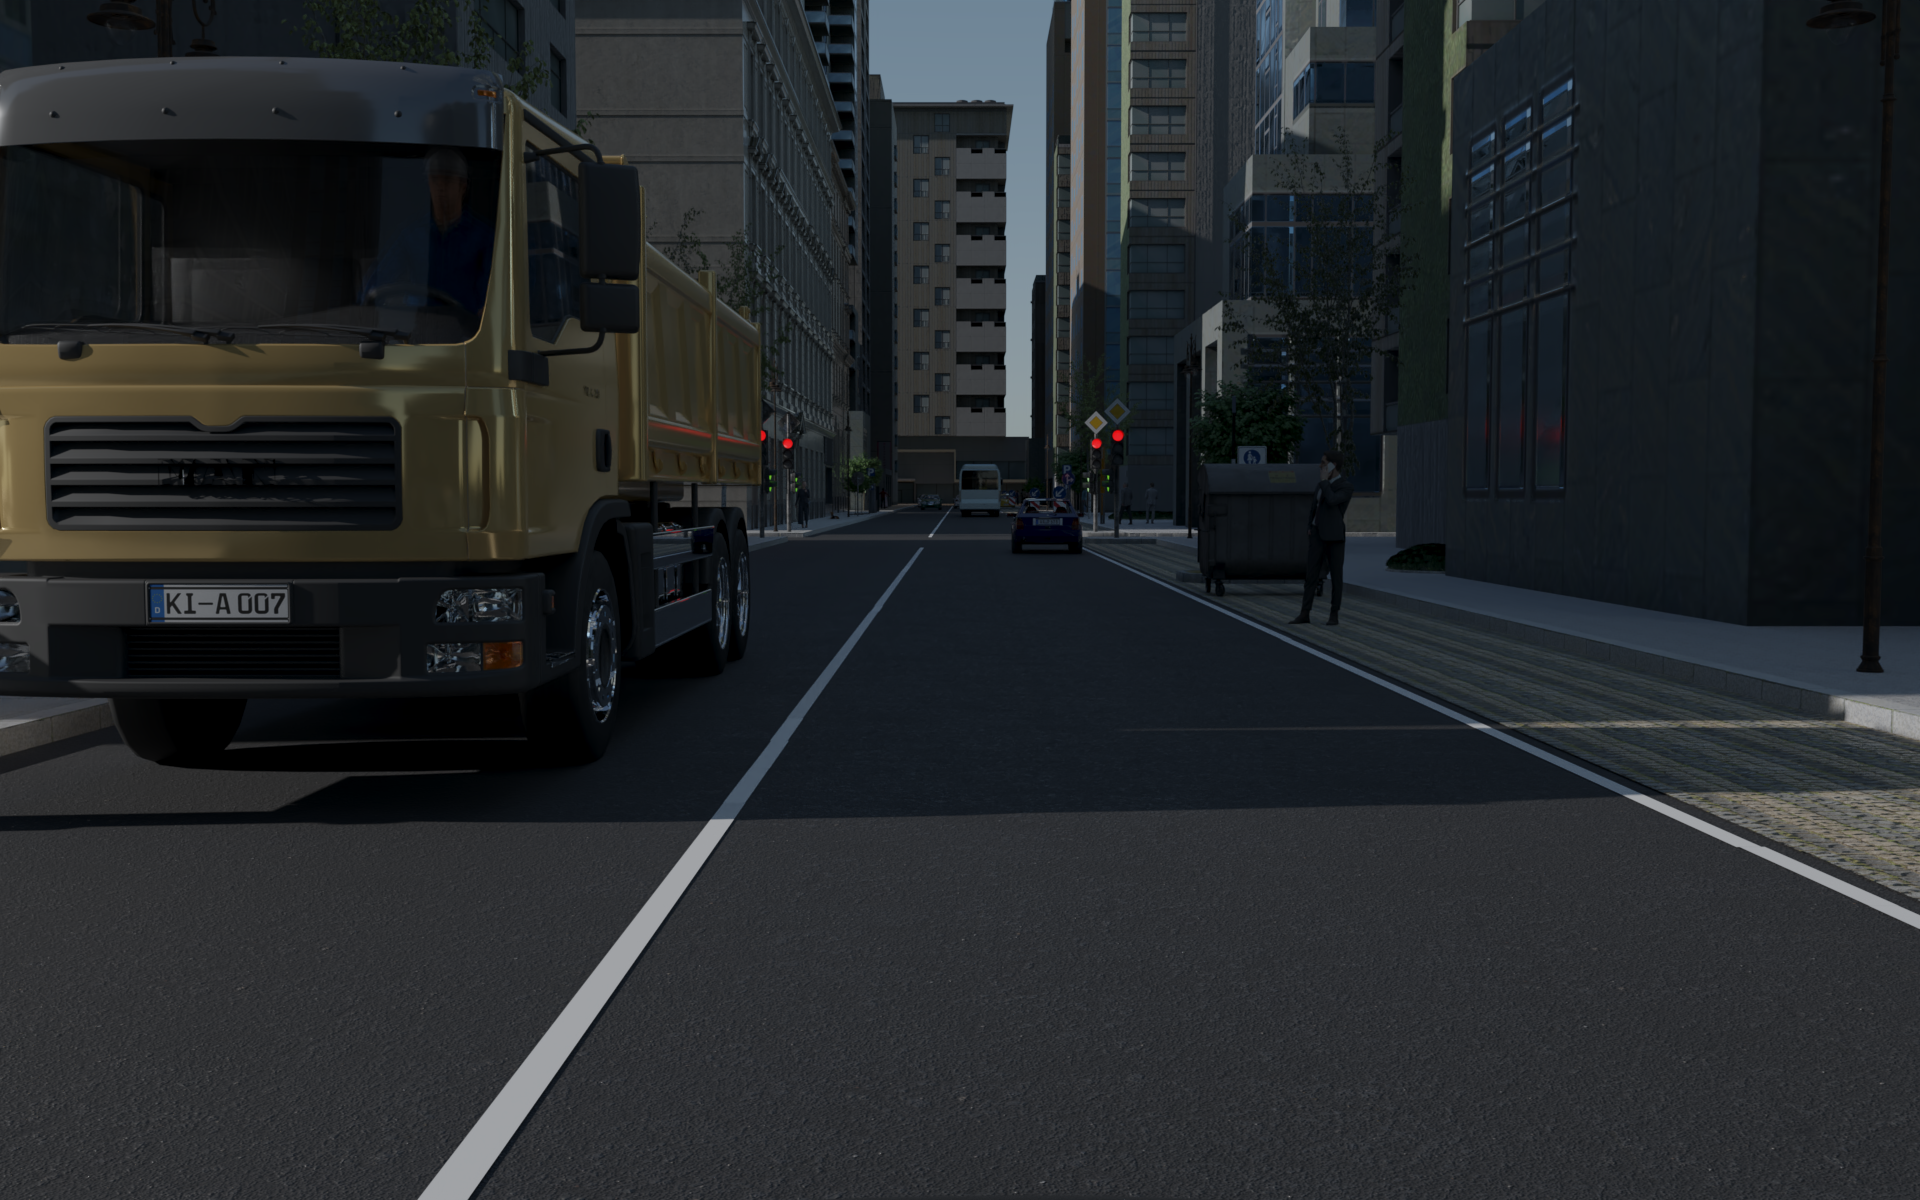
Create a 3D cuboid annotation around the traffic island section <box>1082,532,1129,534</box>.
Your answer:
[{"bbox_3d":[4.622,-2.233,58.790,2.009,0.180,2.903,0,3,0],"label":"traffic island section"}]

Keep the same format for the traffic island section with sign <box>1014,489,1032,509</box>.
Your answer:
[{"bbox_3d":[4.672,-6.281,111.315,1.989,1.847,2.006,0,3,0],"label":"traffic island section with sign"}]

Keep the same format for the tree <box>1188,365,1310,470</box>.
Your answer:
[{"bbox_3d":[7.316,-3.706,44.311,4.285,4.588,4.351,0,3,0],"label":"tree"}]

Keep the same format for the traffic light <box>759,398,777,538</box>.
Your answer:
[{"bbox_3d":[-5.787,-3.778,50.685,0.839,4.253,0.868,0,3,0],"label":"traffic light"}]

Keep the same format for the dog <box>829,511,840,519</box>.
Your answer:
[{"bbox_3d":[-6.415,-4.305,88.120,0.550,0.427,0.748,-1,4,-23],"label":"dog"}]

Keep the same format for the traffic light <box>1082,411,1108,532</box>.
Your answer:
[{"bbox_3d":[4.582,-4.266,58.676,0.839,4.253,0.868,0,3,0],"label":"traffic light"}]

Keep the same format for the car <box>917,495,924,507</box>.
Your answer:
[{"bbox_3d":[-3.542,-10.659,186.637,2.083,1.381,4.827,0,4,1],"label":"car"}]

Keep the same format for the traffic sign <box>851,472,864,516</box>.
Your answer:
[{"bbox_3d":[-5.857,-6.060,99.186,0.768,2.556,0.104,1,4,9],"label":"traffic sign"}]

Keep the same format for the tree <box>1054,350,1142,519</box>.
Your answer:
[{"bbox_3d":[6.918,-8.499,89.323,4.737,8.622,4.395,0,3,0],"label":"tree"}]

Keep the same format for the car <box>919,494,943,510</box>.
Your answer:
[{"bbox_3d":[-2.571,-8.826,156.109,2.131,1.459,4.920,0,4,1],"label":"car"}]

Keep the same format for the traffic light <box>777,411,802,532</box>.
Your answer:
[{"bbox_3d":[-5.780,-4.266,58.670,0.839,4.253,0.868,0,3,0],"label":"traffic light"}]

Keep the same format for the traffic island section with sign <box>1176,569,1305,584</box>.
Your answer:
[{"bbox_3d":[4.595,-1.209,28.391,1.989,1.847,2.006,0,3,0],"label":"traffic island section with sign"}]

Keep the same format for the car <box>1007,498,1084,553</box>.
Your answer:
[{"bbox_3d":[2.138,-1.870,43.154,1.945,1.354,3.894,0,4,1],"label":"car"}]

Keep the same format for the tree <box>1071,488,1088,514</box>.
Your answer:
[{"bbox_3d":[7.732,-7.189,112.146,1.663,3.219,1.824,0,3,0],"label":"tree"}]

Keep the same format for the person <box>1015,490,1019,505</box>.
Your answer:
[{"bbox_3d":[6.625,-12.027,203.604,0.541,1.710,0.530,2,4,27],"label":"person"}]

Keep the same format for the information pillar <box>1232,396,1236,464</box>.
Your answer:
[{"bbox_3d":[6.521,-3.056,41.314,0.183,3.616,0.504,1,4,8],"label":"information pillar"}]

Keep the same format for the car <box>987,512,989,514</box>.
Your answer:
[{"bbox_3d":[1.437,-7.078,128.313,1.945,1.354,3.894,0,4,0],"label":"car"}]

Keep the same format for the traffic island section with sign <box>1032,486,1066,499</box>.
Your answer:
[{"bbox_3d":[4.646,-4.573,83.389,1.989,1.847,2.006,0,3,0],"label":"traffic island section with sign"}]

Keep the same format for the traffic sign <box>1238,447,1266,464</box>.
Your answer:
[{"bbox_3d":[6.260,-2.144,37.189,0.606,2.300,0.079,1,4,10],"label":"traffic sign"}]

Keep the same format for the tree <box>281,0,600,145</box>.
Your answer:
[{"bbox_3d":[-6.507,-4.294,20.563,4.737,8.622,4.395,0,3,0],"label":"tree"}]

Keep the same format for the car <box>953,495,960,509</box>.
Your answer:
[{"bbox_3d":[0.340,-9.727,171.395,2.083,1.381,4.827,0,4,-1],"label":"car"}]

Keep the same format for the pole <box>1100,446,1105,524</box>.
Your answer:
[{"bbox_3d":[6.121,-4.919,74.272,0.158,3.312,0.155,0,3,0],"label":"pole"}]

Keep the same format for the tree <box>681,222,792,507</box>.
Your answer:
[{"bbox_3d":[-6.530,-5.938,47.455,4.737,8.622,4.395,0,3,0],"label":"tree"}]

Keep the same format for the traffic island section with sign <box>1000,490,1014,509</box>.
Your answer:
[{"bbox_3d":[4.726,-9.347,161.451,1.989,1.847,2.006,0,3,0],"label":"traffic island section with sign"}]

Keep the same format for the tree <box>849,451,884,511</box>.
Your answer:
[{"bbox_3d":[-7.375,-9.069,131.988,4.285,4.588,4.351,0,3,0],"label":"tree"}]

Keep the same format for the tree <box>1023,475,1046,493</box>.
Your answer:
[{"bbox_3d":[7.633,-10.963,173.840,1.663,3.219,1.824,0,3,0],"label":"tree"}]

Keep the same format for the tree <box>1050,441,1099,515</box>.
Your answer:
[{"bbox_3d":[7.239,-7.600,107.966,4.285,4.588,4.351,0,3,0],"label":"tree"}]

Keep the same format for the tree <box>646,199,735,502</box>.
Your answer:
[{"bbox_3d":[-7.242,-5.575,41.514,4.360,8.622,3.978,0,3,0],"label":"tree"}]

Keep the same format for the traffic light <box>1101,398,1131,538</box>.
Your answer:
[{"bbox_3d":[4.574,-3.778,50.691,0.839,4.253,0.868,0,3,0],"label":"traffic light"}]

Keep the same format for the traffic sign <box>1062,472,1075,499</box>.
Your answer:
[{"bbox_3d":[6.334,-6.179,101.128,0.768,2.556,0.104,1,4,9],"label":"traffic sign"}]

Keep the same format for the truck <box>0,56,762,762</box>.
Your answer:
[{"bbox_3d":[-3.137,-0.946,11.385,3.469,3.379,9.791,0,4,0],"label":"truck"}]

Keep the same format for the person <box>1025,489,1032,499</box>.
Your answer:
[{"bbox_3d":[6.782,-9.718,165.637,1.217,1.736,0.721,1,4,19],"label":"person"}]

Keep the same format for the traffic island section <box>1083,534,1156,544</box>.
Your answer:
[{"bbox_3d":[4.614,-1.745,50.805,2.009,0.180,2.903,0,3,0],"label":"traffic island section"}]

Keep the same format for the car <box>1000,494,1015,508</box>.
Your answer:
[{"bbox_3d":[4.491,-9.657,168.107,2.015,1.641,3.980,0,4,0],"label":"car"}]

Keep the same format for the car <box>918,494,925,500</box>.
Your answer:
[{"bbox_3d":[-3.928,-11.420,196.502,2.009,1.686,4.222,0,4,0],"label":"car"}]

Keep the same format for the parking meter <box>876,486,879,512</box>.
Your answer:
[{"bbox_3d":[-6.051,-7.408,126.839,0.255,1.863,0.399,-1,4,-12],"label":"parking meter"}]

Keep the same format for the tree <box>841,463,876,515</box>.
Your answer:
[{"bbox_3d":[-6.418,-7.112,110.888,1.663,3.219,1.824,0,3,0],"label":"tree"}]

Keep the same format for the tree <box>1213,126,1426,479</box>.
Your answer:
[{"bbox_3d":[7.241,-5.112,33.938,4.360,8.622,3.978,0,3,0],"label":"tree"}]
